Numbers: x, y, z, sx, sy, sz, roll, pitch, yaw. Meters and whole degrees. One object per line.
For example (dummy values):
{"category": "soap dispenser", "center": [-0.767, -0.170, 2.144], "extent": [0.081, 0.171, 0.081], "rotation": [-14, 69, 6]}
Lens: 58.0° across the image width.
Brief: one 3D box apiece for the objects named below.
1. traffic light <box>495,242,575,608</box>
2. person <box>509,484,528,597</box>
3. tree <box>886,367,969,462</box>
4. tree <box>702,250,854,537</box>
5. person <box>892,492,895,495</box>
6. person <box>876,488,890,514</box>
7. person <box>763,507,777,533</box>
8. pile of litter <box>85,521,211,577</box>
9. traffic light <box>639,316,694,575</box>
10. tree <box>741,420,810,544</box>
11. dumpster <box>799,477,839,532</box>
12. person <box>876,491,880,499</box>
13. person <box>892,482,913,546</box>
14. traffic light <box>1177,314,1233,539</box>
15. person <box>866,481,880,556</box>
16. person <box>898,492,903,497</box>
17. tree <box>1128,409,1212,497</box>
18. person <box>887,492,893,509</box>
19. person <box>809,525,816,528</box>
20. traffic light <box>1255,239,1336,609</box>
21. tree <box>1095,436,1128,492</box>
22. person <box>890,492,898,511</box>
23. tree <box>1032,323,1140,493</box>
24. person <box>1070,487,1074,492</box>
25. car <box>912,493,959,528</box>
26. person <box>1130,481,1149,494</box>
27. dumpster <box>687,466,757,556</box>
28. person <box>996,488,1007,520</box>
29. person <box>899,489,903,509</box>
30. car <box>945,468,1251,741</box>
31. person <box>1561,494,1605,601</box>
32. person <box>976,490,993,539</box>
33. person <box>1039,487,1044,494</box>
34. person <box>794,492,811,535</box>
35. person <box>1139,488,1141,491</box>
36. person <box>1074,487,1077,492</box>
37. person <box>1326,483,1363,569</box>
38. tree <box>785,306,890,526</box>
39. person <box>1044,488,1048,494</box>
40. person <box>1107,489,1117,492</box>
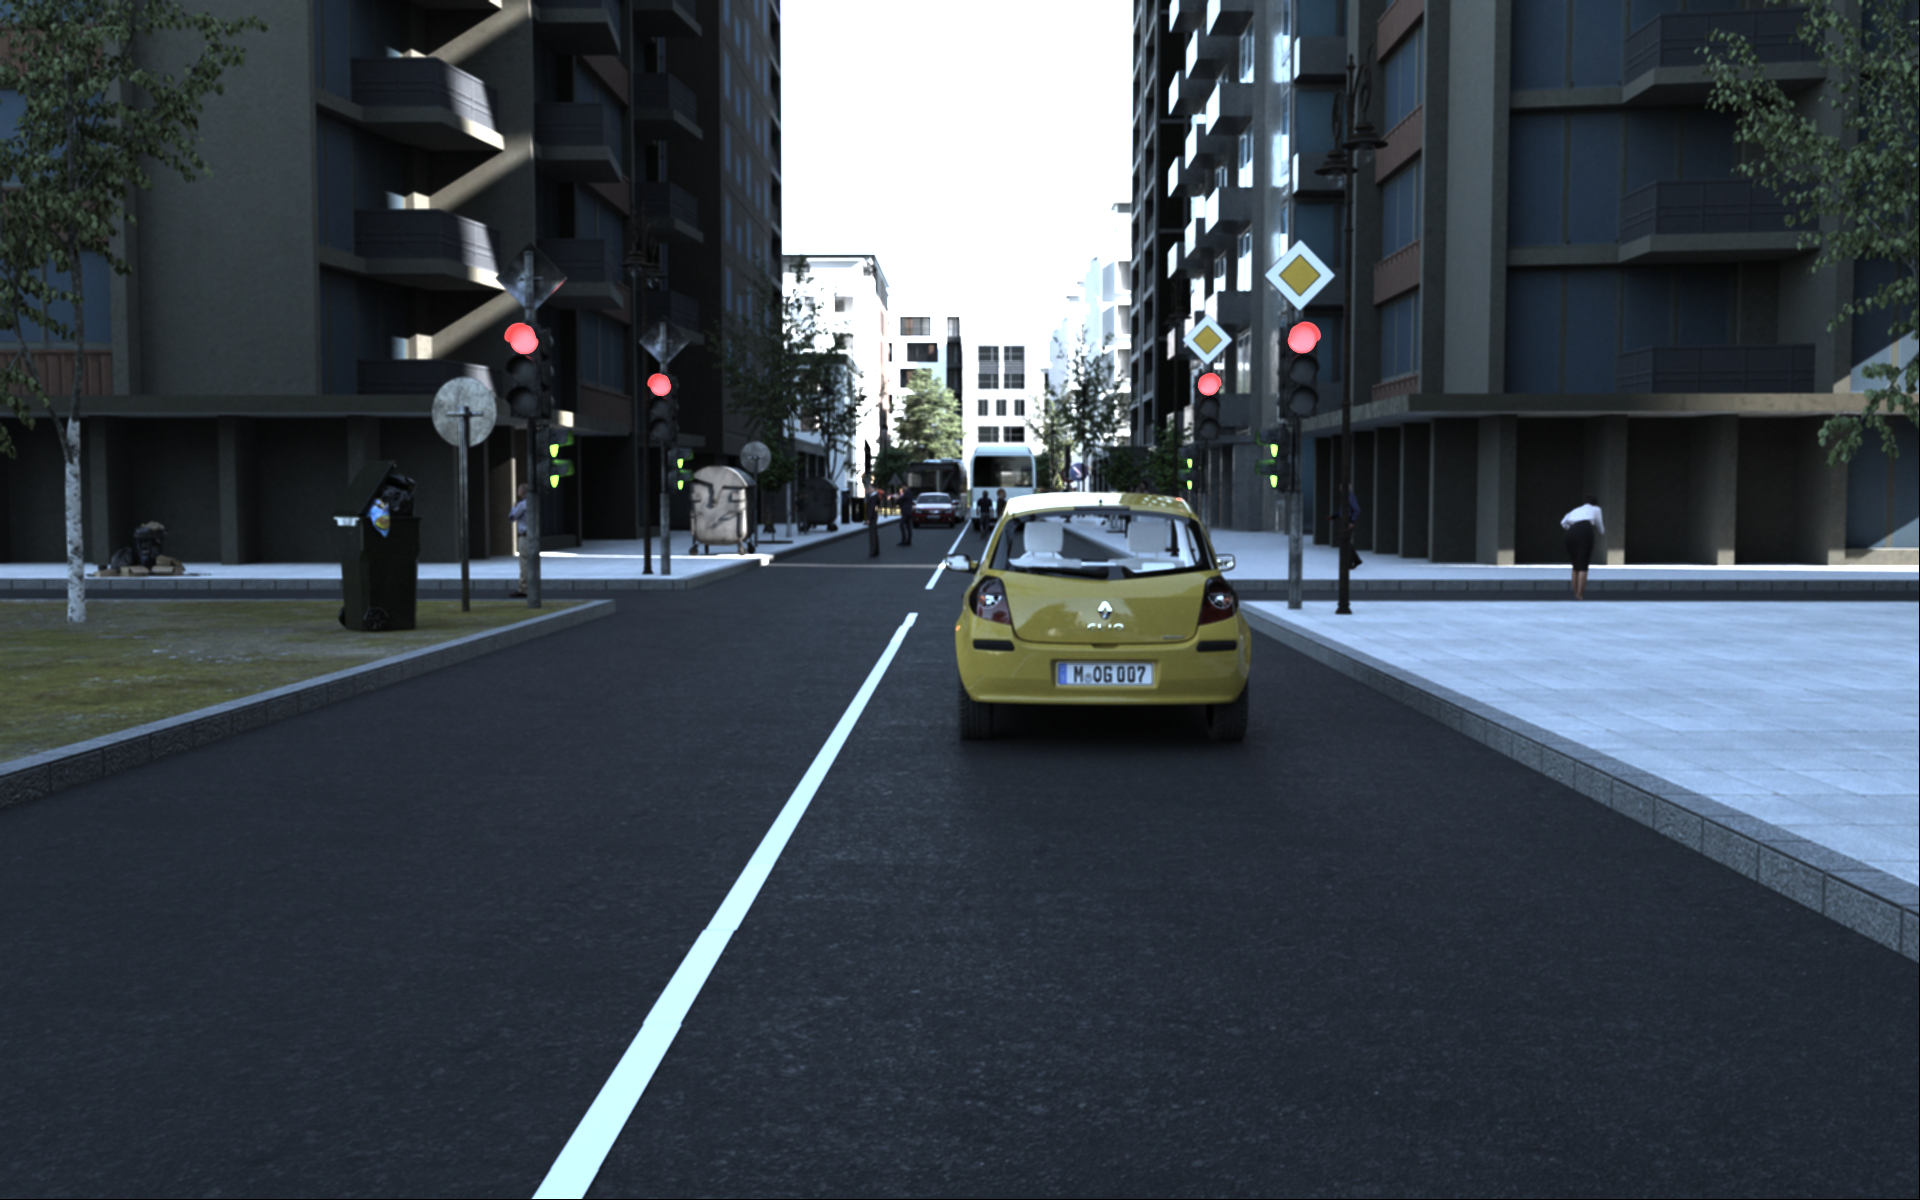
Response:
{"category": "traffic light", "center": [-4.773, -1.862, 19.367], "extent": [0.839, 4.253, 0.868], "rotation": [0, 4, 1]}
{"category": "person", "center": [-6.107, -0.838, 24.267], "extent": [0.319, 1.574, 0.516], "rotation": [2, 4, 23]}
{"category": "tree", "center": [-2.838, -14.465, 154.624], "extent": [7.486, 12.596, 7.792], "rotation": [0, 3, 0]}
{"category": "tree", "center": [-5.362, -6.192, 51.594], "extent": [4.737, 8.622, 4.395], "rotation": [0, 3, 0]}
{"category": "person", "center": [-7.106, -10.510, 177.510], "extent": [1.348, 1.869, 0.705], "rotation": [1, 4, 20]}
{"category": "person", "center": [-5.283, -6.581, 113.605], "extent": [1.348, 1.831, 0.705], "rotation": [1, 4, 12]}
{"category": "person", "center": [-6.240, -2.625, 56.887], "extent": [0.347, 0.859, 0.695], "rotation": [-2, 4, -29]}
{"category": "pile of litter", "center": [-12.704, -0.804, 27.118], "extent": [1.719, 0.858, 1.176], "rotation": [0, 4, 0]}
{"category": "traffic light", "center": [-4.651, -2.350, 27.351], "extent": [0.839, 4.253, 0.868], "rotation": [0, 4, 1]}
{"category": "tree", "center": [-5.004, -3.097, 45.238], "extent": [1.663, 3.219, 1.824], "rotation": [0, 3, 0]}
{"category": "dumpster", "center": [-4.838, -3.272, 59.248], "extent": [1.264, 1.857, 1.865], "rotation": [0, 4, 1]}
{"category": "person", "center": [-4.824, -5.466, 96.349], "extent": [0.756, 1.711, 0.436], "rotation": [0, 4, 0]}
{"category": "person", "center": [-1.613, -2.405, 48.263], "extent": [0.568, 1.767, 0.683], "rotation": [1, 4, 11]}
{"category": "traffic light", "center": [3.850, -2.343, 27.237], "extent": [0.839, 4.253, 0.868], "rotation": [0, 4, 1]}
{"category": "person", "center": [-2.097, -1.873, 39.934], "extent": [0.445, 1.727, 0.742], "rotation": [-2, 4, -33]}
{"category": "person", "center": [-4.058, -6.917, 122.367], "extent": [0.697, 1.427, 0.421], "rotation": [1, 4, 17]}
{"category": "tree", "center": [4.795, -2.703, 38.791], "extent": [1.663, 3.219, 1.824], "rotation": [0, 3, 0]}
{"category": "person", "center": [-6.034, -8.600, 149.874], "extent": [0.599, 1.433, 0.991], "rotation": [2, 4, 29]}
{"category": "person", "center": [-5.539, -3.555, 65.105], "extent": [0.436, 1.711, 0.756], "rotation": [-2, 4, -30]}
{"category": "traffic light", "center": [3.728, -1.855, 19.253], "extent": [0.839, 4.253, 0.868], "rotation": [0, 4, 1]}
{"category": "tree", "center": [5.509, -3.861, 57.731], "extent": [1.663, 3.219, 1.824], "rotation": [0, 3, 0]}
{"category": "person", "center": [-4.807, -7.263, 127.988], "extent": [0.628, 1.438, 0.799], "rotation": [3, 5, 42]}
{"category": "tree", "center": [5.651, -7.574, 74.190], "extent": [4.737, 8.622, 4.395], "rotation": [0, 3, 0]}
{"category": "person", "center": [6.738, -6.059, 105.916], "extent": [0.742, 1.727, 0.445], "rotation": [-2, 4, -34]}
{"category": "car", "center": [-1.117, -4.006, 74.539], "extent": [2.155, 1.783, 4.494], "rotation": [0, 4, 0]}
{"category": "person", "center": [4.849, -2.405, 46.826], "extent": [0.566, 1.644, 0.517], "rotation": [-1, 4, -19]}
{"category": "dumpster", "center": [-4.978, -1.865, 36.244], "extent": [1.264, 1.857, 1.865], "rotation": [0, 4, 1]}
{"category": "person", "center": [0.944, -1.533, 35.842], "extent": [0.388, 1.546, 0.482], "rotation": [0, 4, -4]}
{"category": "person", "center": [-5.110, -8.852, 151.490], "extent": [0.721, 1.743, 1.217], "rotation": [-3, 4, -36]}
{"category": "car", "center": [0.879, -0.078, 11.502], "extent": [2.015, 1.641, 3.980], "rotation": [0, 4, 2]}
{"category": "person", "center": [7.856, -0.614, 21.730], "extent": [0.628, 1.438, 0.799], "rotation": [0, 4, 4]}
{"category": "person", "center": [0.732, -2.740, 55.505], "extent": [0.569, 1.553, 0.471], "rotation": [2, 4, 35]}
{"category": "person", "center": [5.434, -6.722, 116.495], "extent": [0.434, 1.755, 0.990], "rotation": [0, 4, -5]}
{"category": "person", "center": [-4.960, -2.726, 54.520], "extent": [0.340, 1.345, 0.435], "rotation": [3, 4, 36]}
{"category": "person", "center": [7.208, -3.768, 69.864], "extent": [0.471, 1.553, 0.569], "rotation": [1, 4, 10]}
{"category": "person", "center": [7.705, -6.592, 114.531], "extent": [0.721, 1.736, 1.217], "rotation": [-2, 4, -24]}
{"category": "person", "center": [6.531, -1.269, 29.480], "extent": [0.600, 1.496, 0.574], "rotation": [1, 4, 19]}
{"category": "tree", "center": [-4.947, -7.166, 67.522], "extent": [4.360, 8.622, 3.978], "rotation": [0, 3, 0]}
{"category": "person", "center": [6.345, -7.582, 130.014], "extent": [1.348, 1.822, 0.705], "rotation": [1, 4, 16]}
{"category": "person", "center": [5.690, -3.493, 63.872], "extent": [0.376, 1.734, 0.841], "rotation": [-2, 4, -31]}
